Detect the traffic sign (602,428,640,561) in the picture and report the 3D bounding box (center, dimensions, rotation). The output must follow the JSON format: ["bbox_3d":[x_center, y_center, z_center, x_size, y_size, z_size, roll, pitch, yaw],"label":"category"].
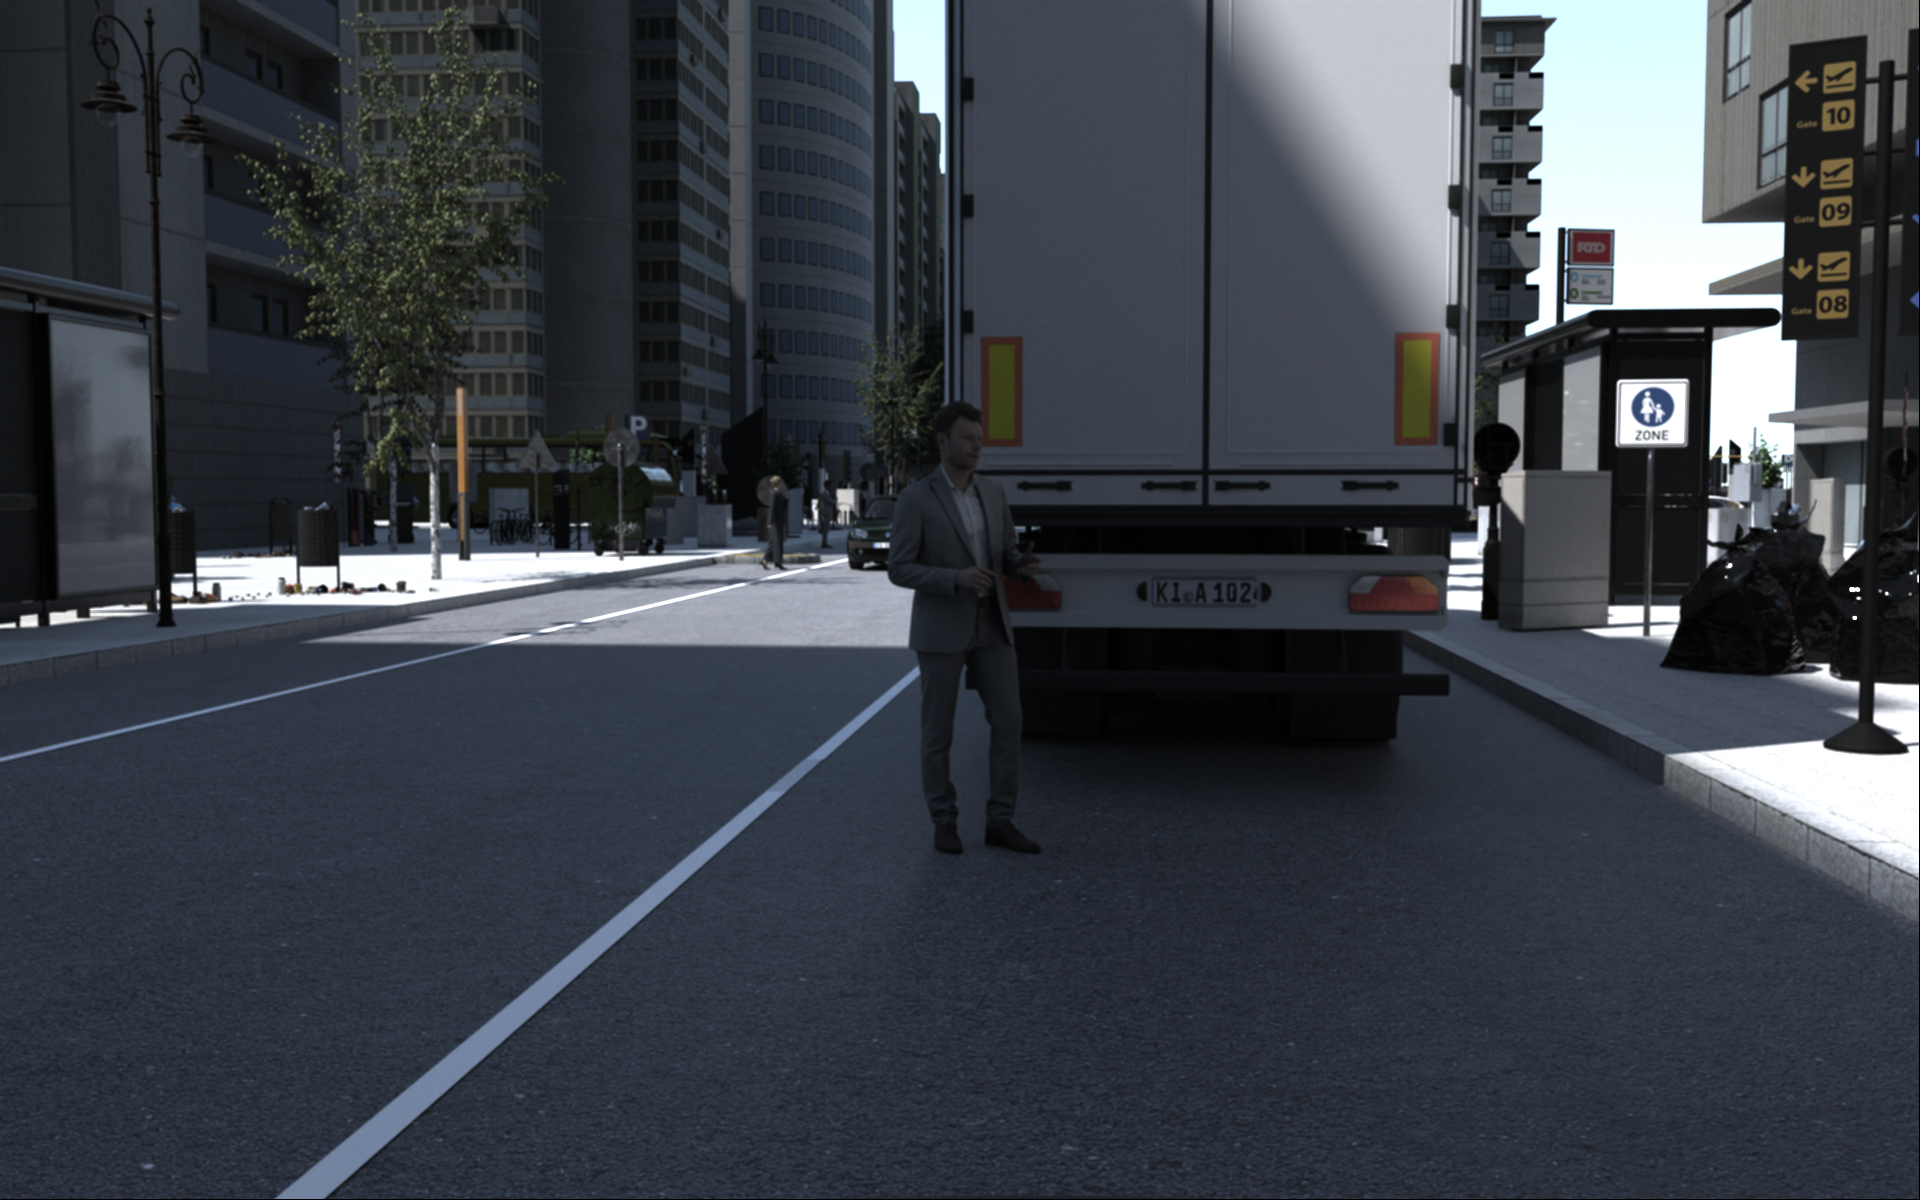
[{"bbox_3d":[-6.527,-2.031,33.308,0.768,2.556,0.104,1,4,12],"label":"traffic sign"}]

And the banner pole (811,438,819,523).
[{"bbox_3d":[-6.258,-5.357,77.604,0.401,3.779,0.863,-1,4,-21],"label":"banner pole"}]

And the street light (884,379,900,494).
[{"bbox_3d":[-2.714,-5.939,69.896,0.468,5.910,1.993,0,4,5],"label":"street light"}]

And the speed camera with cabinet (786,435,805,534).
[{"bbox_3d":[-5.454,-3.844,57.187,0.660,3.252,2.038,0,4,-3],"label":"speed camera with cabinet"}]

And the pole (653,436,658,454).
[{"bbox_3d":[-10.690,-4.103,60.930,0.158,3.312,0.155,0,3,0],"label":"pole"}]

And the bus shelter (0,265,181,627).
[{"bbox_3d":[-9.880,-2.250,14.412,2.179,5.291,8.768,0,4,5],"label":"bus shelter"}]

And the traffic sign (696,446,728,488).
[{"bbox_3d":[-6.656,-2.845,46.514,0.884,2.594,0.081,0,4,6],"label":"traffic sign"}]

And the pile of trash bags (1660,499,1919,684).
[{"bbox_3d":[6.979,-0.207,13.144,3.447,1.369,1.912,-3,4,-38],"label":"pile of trash bags"}]

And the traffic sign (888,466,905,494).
[{"bbox_3d":[-2.979,-4.904,80.178,0.884,2.594,0.081,1,4,11],"label":"traffic sign"}]

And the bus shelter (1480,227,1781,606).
[{"bbox_3d":[8.585,-2.827,23.857,2.179,5.291,8.768,0,4,5],"label":"bus shelter"}]

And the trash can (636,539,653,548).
[{"bbox_3d":[-7.682,-1.830,41.570,0.748,1.137,0.748,0,3,0],"label":"trash can"}]

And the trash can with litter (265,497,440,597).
[{"bbox_3d":[-7.937,-0.696,22.435,2.233,1.210,1.678,0,4,-8],"label":"trash can with litter"}]

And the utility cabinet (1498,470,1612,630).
[{"bbox_3d":[5.650,-0.476,16.464,1.173,1.500,0.318,-2,4,-30],"label":"utility cabinet"}]

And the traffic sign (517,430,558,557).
[{"bbox_3d":[-8.572,-2.145,35.082,0.884,2.594,0.081,1,4,11],"label":"traffic sign"}]

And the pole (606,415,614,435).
[{"bbox_3d":[-9.010,-3.110,44.688,0.158,3.312,0.155,0,3,0],"label":"pole"}]

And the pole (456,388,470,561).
[{"bbox_3d":[-9.581,-2.420,33.404,0.158,3.312,0.155,0,3,0],"label":"pole"}]

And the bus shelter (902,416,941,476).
[{"bbox_3d":[-1.639,-6.996,92.009,2.179,5.291,8.768,0,4,6],"label":"bus shelter"}]

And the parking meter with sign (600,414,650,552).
[{"bbox_3d":[-7.551,-2.594,38.668,0.543,3.016,1.738,-3,4,-36],"label":"parking meter with sign"}]

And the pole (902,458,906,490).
[{"bbox_3d":[-3.133,-6.323,97.230,0.158,3.312,0.155,0,3,0],"label":"pole"}]

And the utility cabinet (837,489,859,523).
[{"bbox_3d":[-4.908,-4.115,75.965,0.318,1.500,1.173,-3,5,-45],"label":"utility cabinet"}]

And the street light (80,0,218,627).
[{"bbox_3d":[-7.699,-2.681,16.621,0.468,5.910,1.993,0,4,5],"label":"street light"}]

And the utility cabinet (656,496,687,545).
[{"bbox_3d":[-7.411,-2.022,44.216,0.306,1.237,1.020,1,4,17],"label":"utility cabinet"}]

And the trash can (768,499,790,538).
[{"bbox_3d":[-5.092,-2.234,48.185,0.748,1.137,0.748,0,3,0],"label":"trash can"}]

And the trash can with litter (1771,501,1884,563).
[{"bbox_3d":[8.404,-0.382,17.305,1.678,1.210,2.233,2,4,33],"label":"trash can with litter"}]

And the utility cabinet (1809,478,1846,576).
[{"bbox_3d":[12.087,-0.948,24.176,0.318,1.500,1.173,2,4,34],"label":"utility cabinet"}]

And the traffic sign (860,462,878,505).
[{"bbox_3d":[-3.650,-4.238,69.394,0.768,2.556,0.104,1,4,8],"label":"traffic sign"}]

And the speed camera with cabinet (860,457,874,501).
[{"bbox_3d":[-5.481,-5.980,92.108,2.038,3.252,0.660,2,4,32],"label":"speed camera with cabinet"}]

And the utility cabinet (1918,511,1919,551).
[{"bbox_3d":[10.945,-0.463,18.734,1.020,1.237,0.306,2,4,29],"label":"utility cabinet"}]

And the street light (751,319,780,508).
[{"bbox_3d":[-5.148,-4.473,45.919,0.468,5.910,1.993,0,4,5],"label":"street light"}]

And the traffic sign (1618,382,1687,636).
[{"bbox_3d":[6.194,-0.821,15.560,0.606,2.300,0.079,1,4,12],"label":"traffic sign"}]

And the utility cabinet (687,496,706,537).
[{"bbox_3d":[-8.082,-2.483,51.751,1.020,1.237,0.306,-3,5,-43],"label":"utility cabinet"}]

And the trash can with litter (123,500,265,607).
[{"bbox_3d":[-9.685,-0.577,20.498,2.233,1.210,1.678,0,4,-4],"label":"trash can with litter"}]

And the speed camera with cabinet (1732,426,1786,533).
[{"bbox_3d":[23.684,-3.483,51.283,2.038,3.252,0.660,-3,4,-36],"label":"speed camera with cabinet"}]

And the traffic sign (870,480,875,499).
[{"bbox_3d":[-3.970,-4.949,81.030,0.768,2.556,0.104,0,4,7],"label":"traffic sign"}]

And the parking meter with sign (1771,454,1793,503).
[{"bbox_3d":[36.058,-4.913,76.583,0.543,3.016,1.738,0,4,-8],"label":"parking meter with sign"}]

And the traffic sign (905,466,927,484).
[{"bbox_3d":[-1.559,-3.528,61.329,0.795,2.450,0.064,0,4,5],"label":"traffic sign"}]

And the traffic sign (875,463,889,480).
[{"bbox_3d":[-3.307,-4.349,71.219,0.768,2.556,0.104,1,4,10],"label":"traffic sign"}]

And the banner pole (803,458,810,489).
[{"bbox_3d":[-9.283,-7.111,106.280,0.863,3.779,0.401,-1,4,-12],"label":"banner pole"}]

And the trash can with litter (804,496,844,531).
[{"bbox_3d":[-4.920,-3.082,61.447,1.678,1.210,2.233,2,4,27],"label":"trash can with litter"}]

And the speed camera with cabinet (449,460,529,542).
[{"bbox_3d":[-12.843,-3.234,47.213,2.038,3.252,0.660,-2,4,-25],"label":"speed camera with cabinet"}]

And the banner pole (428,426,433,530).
[{"bbox_3d":[-18.856,-4.392,61.831,0.401,3.779,0.863,0,4,-2],"label":"banner pole"}]
